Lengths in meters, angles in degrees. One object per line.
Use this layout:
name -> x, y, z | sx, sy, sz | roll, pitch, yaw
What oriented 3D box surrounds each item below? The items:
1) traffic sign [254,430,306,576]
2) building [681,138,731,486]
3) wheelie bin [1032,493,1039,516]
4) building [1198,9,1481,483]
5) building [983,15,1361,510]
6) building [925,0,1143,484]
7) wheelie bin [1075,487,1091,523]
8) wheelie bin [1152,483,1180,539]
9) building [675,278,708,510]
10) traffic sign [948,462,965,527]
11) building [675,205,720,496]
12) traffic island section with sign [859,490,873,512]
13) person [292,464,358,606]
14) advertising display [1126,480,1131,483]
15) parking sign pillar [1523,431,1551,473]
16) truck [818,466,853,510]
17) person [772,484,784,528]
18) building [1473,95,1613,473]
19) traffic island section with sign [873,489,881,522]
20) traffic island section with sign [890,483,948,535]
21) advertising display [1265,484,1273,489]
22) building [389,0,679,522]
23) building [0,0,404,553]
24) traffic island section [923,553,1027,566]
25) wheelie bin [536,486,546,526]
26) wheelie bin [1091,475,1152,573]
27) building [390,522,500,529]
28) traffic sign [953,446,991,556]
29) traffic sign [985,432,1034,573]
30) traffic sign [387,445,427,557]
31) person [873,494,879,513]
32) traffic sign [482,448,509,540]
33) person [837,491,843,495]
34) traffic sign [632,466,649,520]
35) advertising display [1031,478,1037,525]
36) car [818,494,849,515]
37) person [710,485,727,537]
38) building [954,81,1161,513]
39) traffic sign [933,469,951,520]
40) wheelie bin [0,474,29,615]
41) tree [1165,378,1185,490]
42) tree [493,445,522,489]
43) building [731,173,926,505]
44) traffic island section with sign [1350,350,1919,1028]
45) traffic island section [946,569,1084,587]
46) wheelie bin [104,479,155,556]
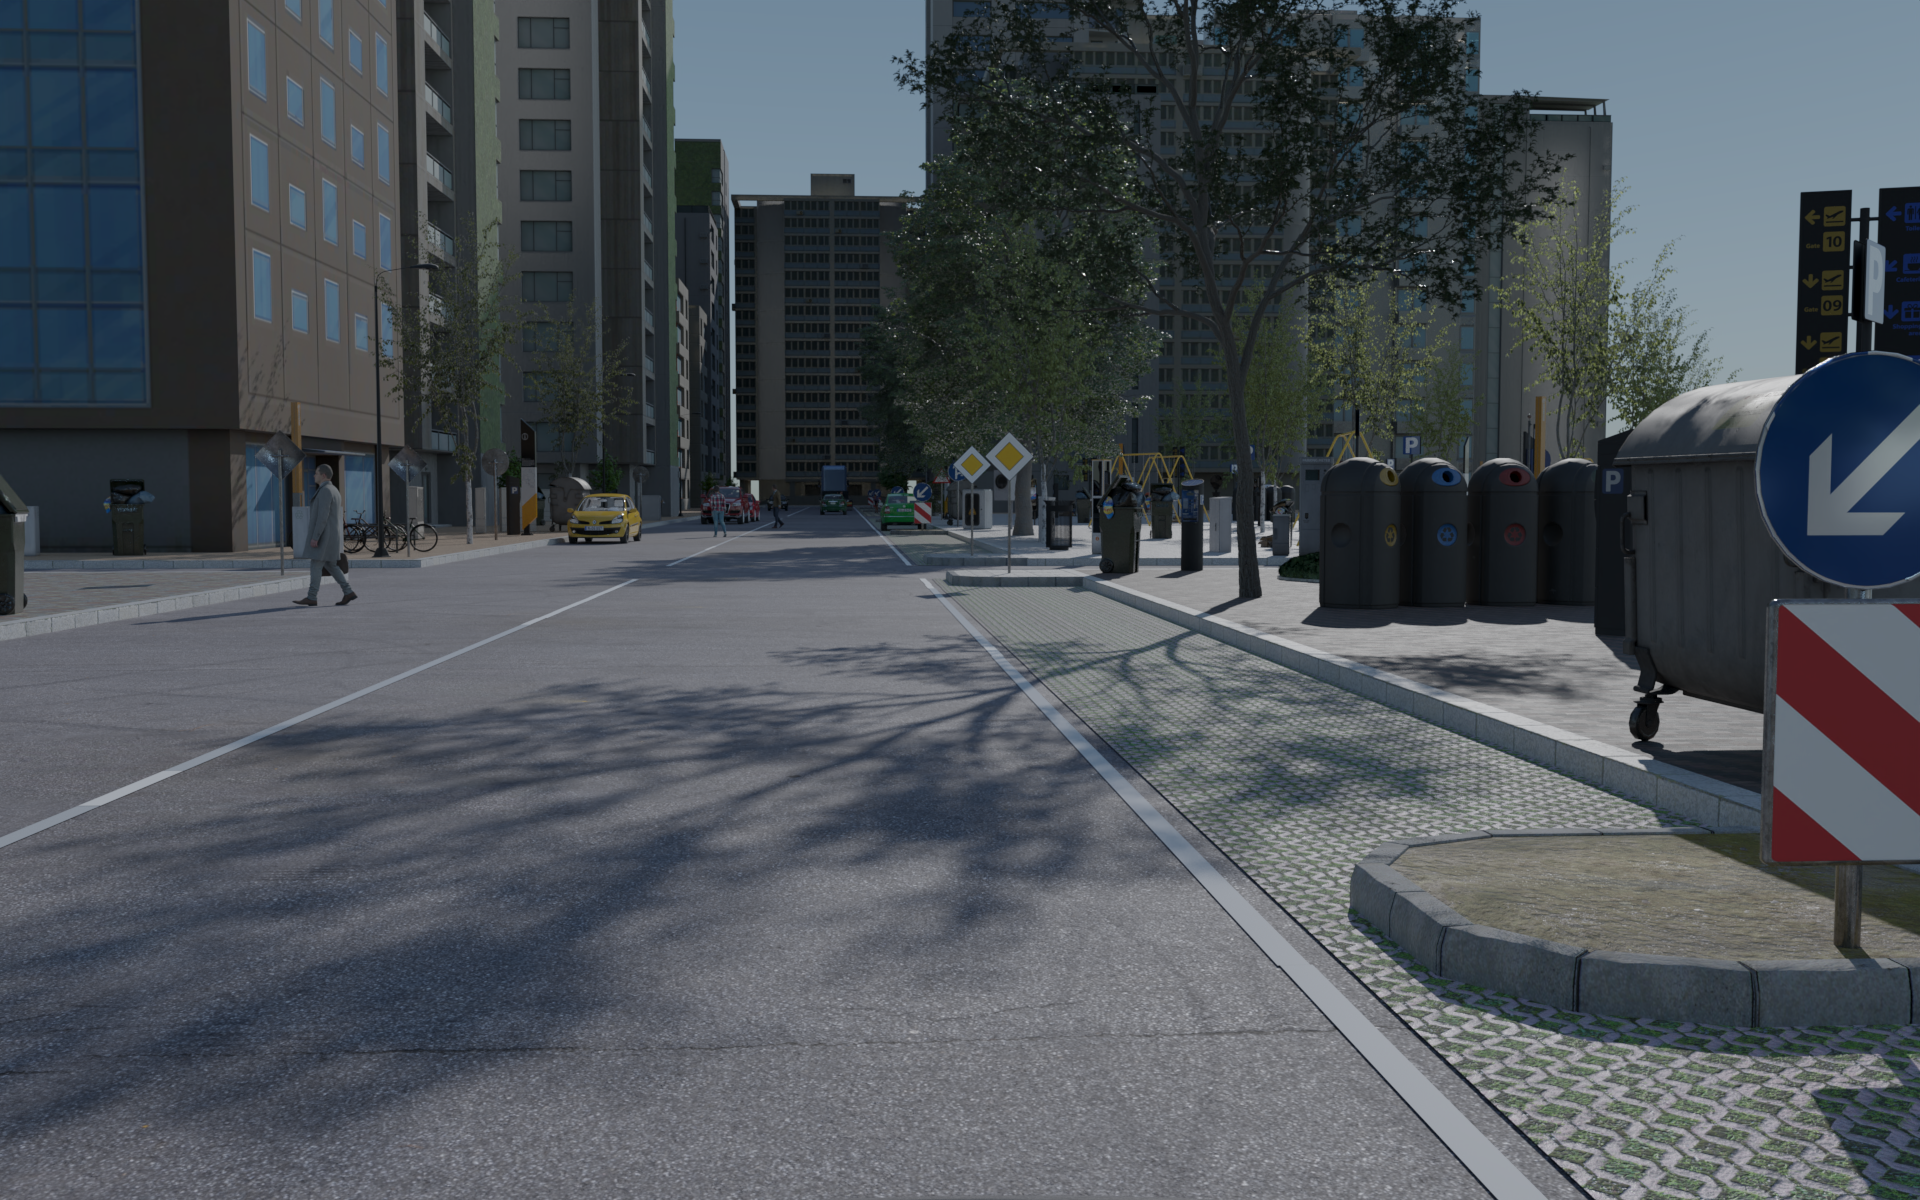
traffic sign -> -10.674, -1.443, 27.233 | 0.795, 2.450, 0.064 | 0, 4, -4
building -> -34.152, -31.710, 202.058 | 14.086, 41.232, 14.154 | 0, 4, -4
wheelie bin -> 4.278, -5.669, 100.598 | 0.693, 1.594, 0.980 | 0, 4, -4
building -> 36.075, -33.953, 174.746 | 30.456, 49.044, 23.786 | 0, 4, -4
building -> 14.237, -27.698, 144.746 | 32.217, 40.220, 23.993 | 0, 4, -4
building -> 7.098, -38.398, 169.813 | 21.231, 58.520, 28.212 | 0, 4, -4
wheelie bin -> 5.464, -4.198, 76.549 | 0.693, 1.594, 0.980 | 1, 4, 11
wheelie bin -> 5.834, -2.566, 49.869 | 0.980, 1.594, 0.693 | 0, 4, 3
building -> -37.230, -18.786, 152.192 | 27.650, 21.520, 28.899 | 0, 4, -4
traffic sign -> -0.082, -4.146, 67.895 | 0.768, 2.556, 0.104 | 0, 4, 5
building -> -31.554, -24.655, 174.811 | 14.107, 30.474, 14.160 | 0, 4, -4
traffic island section with sign -> -8.561, -9.540, 164.607 | 1.989, 1.847, 2.006 | 0, 4, -4
person -> -8.176, -0.835, 22.252 | 0.767, 1.812, 0.694 | 0, 4, -6
advertising display -> 7.625, -4.538, 79.402 | 0.123, 1.923, 0.974 | -1, 4, -18
parking sign pillar -> 24.876, -5.268, 74.601 | 1.447, 3.967, 1.447 | -2, 4, -24
truck -> -11.348, -10.309, 158.309 | 2.967, 4.110, 18.799 | 0, 4, -6
person -> -7.705, -3.936, 72.768 | 0.656, 1.842, 0.836 | 2, 4, 34
building -> 58.184, -30.433, 181.173 | 14.086, 41.232, 14.154 | 0, 4, -4
traffic island section with sign -> -3.305, -4.860, 88.096 | 1.989, 1.847, 2.006 | 0, 4, -4
traffic island section with sign -> -1.466, -3.216, 61.204 | 1.989, 1.847, 2.006 | 0, 4, -4
advertising display -> 19.605, -6.489, 111.308 | 0.974, 1.923, 0.123 | 0, 4, -8
building -> -23.083, -25.078, 93.614 | 14.154, 41.232, 14.086 | 0, 4, -4
building -> -22.962, -24.022, 42.873 | 14.600, 45.320, 14.200 | 0, 4, -4
traffic island section -> 0.270, -0.842, 36.043 | 2.009, 0.180, 2.903 | 0, 4, -4
wheelie bin -> -17.276, -3.822, 70.392 | 0.980, 1.594, 0.693 | 2, 4, 34
wheelie bin -> 2.647, -1.247, 28.294 | 0.693, 1.594, 0.980 | 1, 4, 19
building -> -25.763, -23.325, 64.960 | 14.154, 41.232, 14.086 | 0, 4, -4
traffic sign -> 0.247, -1.977, 35.964 | 0.795, 2.450, 0.064 | 0, 4, -4
traffic sign -> 0.795, -1.490, 27.998 | 0.795, 2.450, 0.064 | 0, 4, -4
traffic sign -> -11.221, -1.930, 35.200 | 0.795, 2.450, 0.064 | 0, 4, -4
person -> -6.279, -7.222, 129.808 | 0.421, 1.427, 0.697 | 1, 4, 12
traffic sign -> -12.920, -2.939, 48.158 | 0.768, 2.556, 0.104 | 0, 4, 1
person -> -9.884, -8.209, 143.527 | 0.445, 1.727, 0.742 | 1, 4, 17
traffic sign -> -14.612, -4.843, 79.282 | 0.768, 2.556, 0.104 | 0, 4, -1
advertising display -> 2.731, -4.018, 70.914 | 0.974, 1.923, 0.123 | -3, 4, -36
car -> -8.757, -6.619, 120.024 | 2.131, 1.459, 4.920 | 0, 4, -3
person -> -8.076, -2.964, 57.798 | 0.563, 1.720, 0.643 | -2, 4, -27
building -> 6.424, -21.621, 125.207 | 14.160, 30.474, 14.107 | 0, 4, -4
traffic sign -> -0.899, -5.188, 84.829 | 0.884, 2.594, 0.081 | 0, 4, 1
wheelie bin -> -10.381, -0.647, 18.489 | 0.693, 1.594, 0.980 | -1, 4, -17
tree -> 13.785, -9.449, 104.848 | 4.737, 8.622, 4.395 | 0, 3, 0
tree -> -17.466, -4.504, 68.248 | 1.663, 3.219, 1.824 | 0, 3, 0
building -> -15.608, -31.856, 212.723 | 23.993, 40.220, 32.217 | 0, 4, -4
traffic island section with sign -> 2.369, 0.186, 5.580 | 1.989, 1.847, 2.006 | 0, 4, -4
traffic island section -> 0.818, -0.354, 28.077 | 2.009, 0.180, 2.903 | 0, 4, -4
wheelie bin -> -17.338, -1.728, 36.164 | 0.980, 1.594, 0.693 | -2, 4, -23
